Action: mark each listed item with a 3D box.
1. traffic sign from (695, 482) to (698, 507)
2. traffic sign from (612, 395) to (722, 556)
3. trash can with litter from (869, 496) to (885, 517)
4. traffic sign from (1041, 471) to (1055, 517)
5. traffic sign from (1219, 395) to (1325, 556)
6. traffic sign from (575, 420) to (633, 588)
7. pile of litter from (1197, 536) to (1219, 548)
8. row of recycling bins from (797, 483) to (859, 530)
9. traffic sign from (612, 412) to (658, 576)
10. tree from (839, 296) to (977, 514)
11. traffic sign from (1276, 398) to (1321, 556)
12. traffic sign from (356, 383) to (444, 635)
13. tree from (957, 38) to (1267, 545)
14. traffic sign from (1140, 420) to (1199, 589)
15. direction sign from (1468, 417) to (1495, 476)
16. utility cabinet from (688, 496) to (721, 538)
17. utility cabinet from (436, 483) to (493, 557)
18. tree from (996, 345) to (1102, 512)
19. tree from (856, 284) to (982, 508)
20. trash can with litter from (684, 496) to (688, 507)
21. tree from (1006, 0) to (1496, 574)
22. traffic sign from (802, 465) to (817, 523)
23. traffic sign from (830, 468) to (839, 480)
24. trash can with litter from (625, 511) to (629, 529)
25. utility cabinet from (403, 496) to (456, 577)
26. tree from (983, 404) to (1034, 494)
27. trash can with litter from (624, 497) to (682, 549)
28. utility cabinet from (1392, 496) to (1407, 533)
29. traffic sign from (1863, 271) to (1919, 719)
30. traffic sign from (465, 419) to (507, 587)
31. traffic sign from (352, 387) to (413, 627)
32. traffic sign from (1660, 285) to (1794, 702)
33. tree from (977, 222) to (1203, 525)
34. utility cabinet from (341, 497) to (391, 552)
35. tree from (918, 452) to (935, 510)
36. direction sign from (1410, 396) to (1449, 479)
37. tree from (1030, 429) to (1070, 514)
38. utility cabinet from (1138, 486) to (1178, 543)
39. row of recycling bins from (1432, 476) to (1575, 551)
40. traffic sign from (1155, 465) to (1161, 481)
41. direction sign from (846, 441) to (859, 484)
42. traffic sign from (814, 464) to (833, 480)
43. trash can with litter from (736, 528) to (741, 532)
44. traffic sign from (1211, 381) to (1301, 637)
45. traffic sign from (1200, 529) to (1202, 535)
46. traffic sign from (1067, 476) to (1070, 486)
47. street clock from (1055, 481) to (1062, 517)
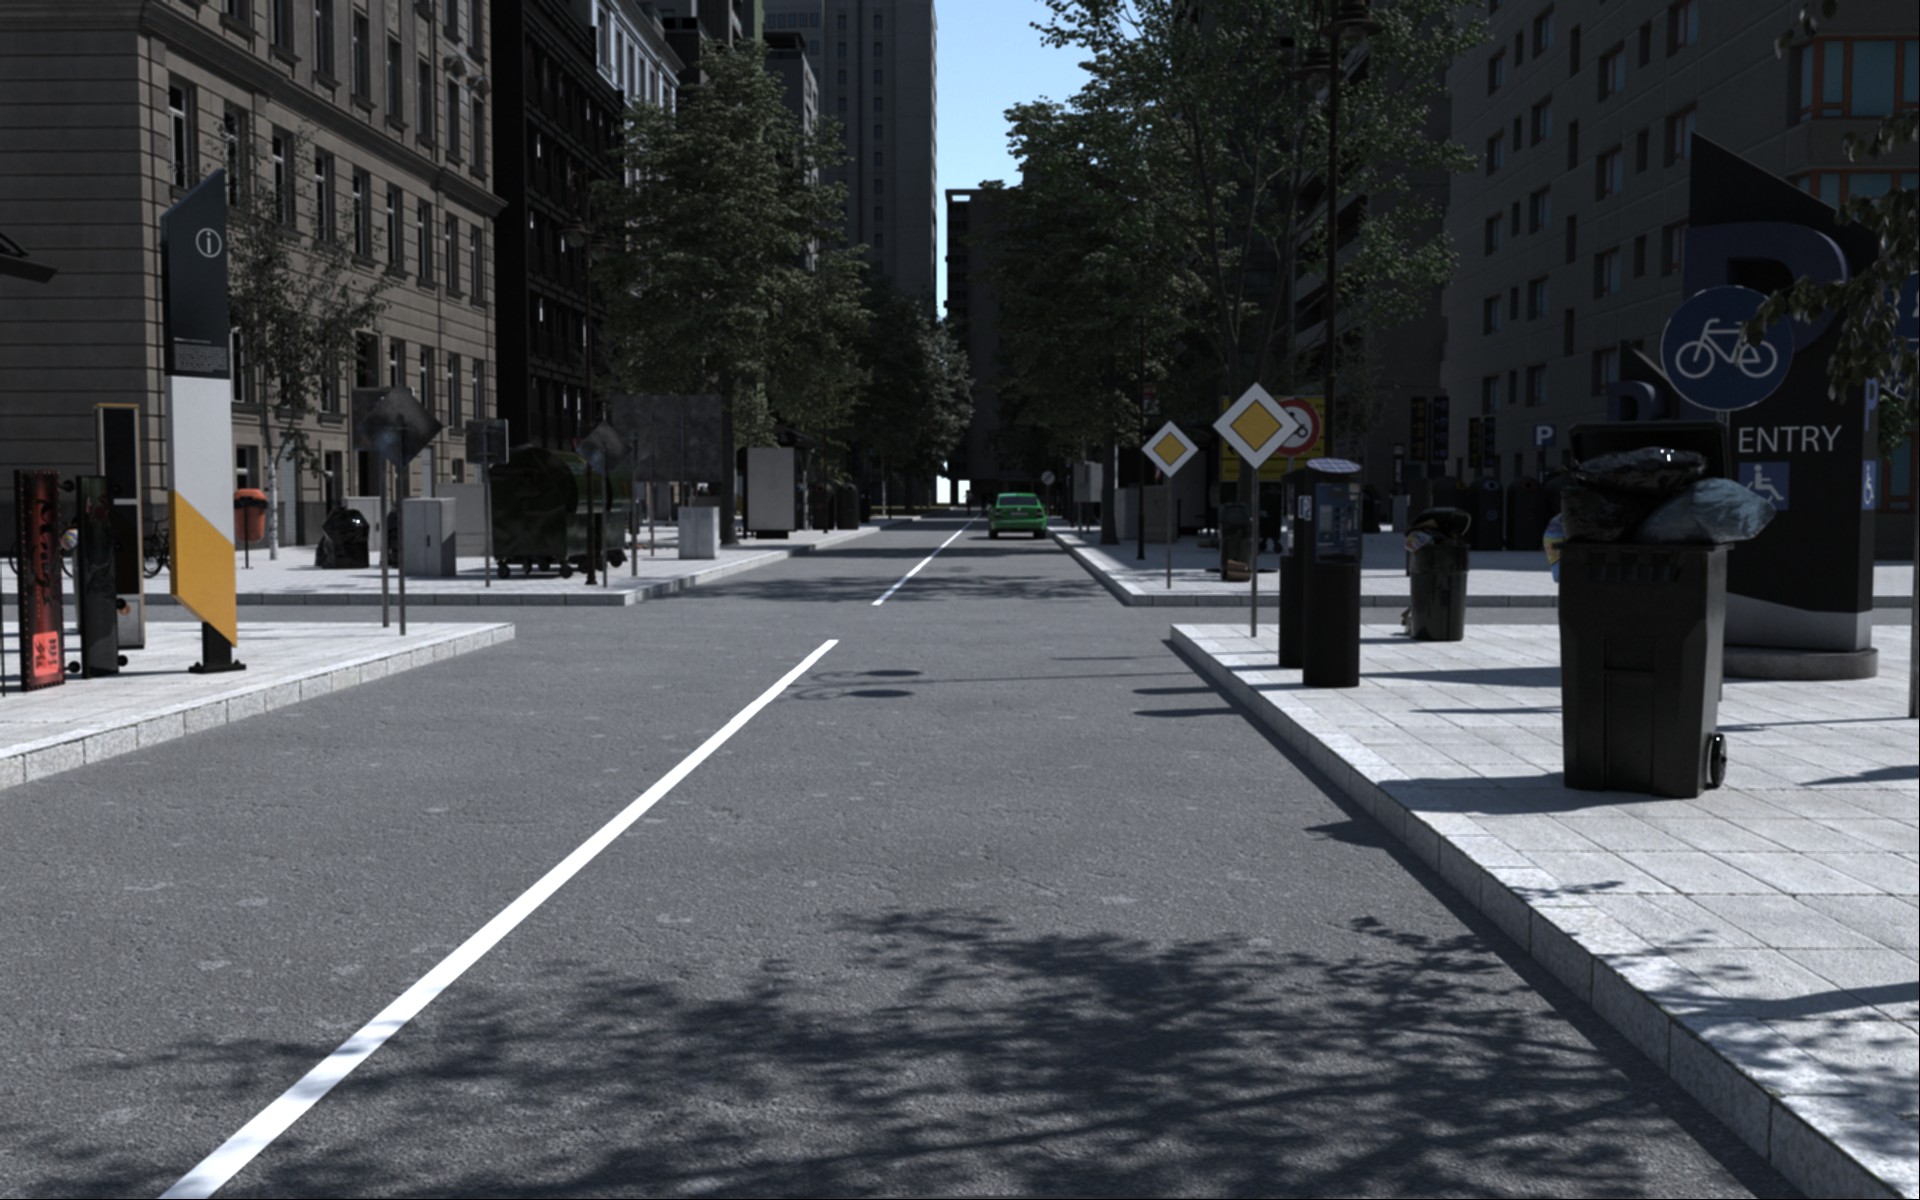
[{"bbox_3d":[-5.498,-2.083,36.179,0.606,2.300,0.079,1,4,11],"label":"traffic sign"},{"bbox_3d":[-6.026,-2.555,35.643,2.265,3.308,0.079,0,4,2],"label":"traffic sign"},{"bbox_3d":[-5.447,-5.229,96.550,2.233,1.210,1.678,2,4,31],"label":"trash can with litter"},{"bbox_3d":[4.857,-5.848,95.721,0.768,2.556,0.104,0,4,8],"label":"traffic sign"},{"bbox_3d":[6.510,-2.568,35.855,2.265,3.308,0.079,0,4,3],"label":"traffic sign"},{"bbox_3d":[-4.859,-1.224,23.660,0.795,2.450,0.064,0,4,1],"label":"traffic sign"},{"bbox_3d":[6.237,-1.669,41.253,1.176,0.858,1.719,0,4,2],"label":"pile of litter"},{"bbox_3d":[-5.412,-3.389,62.517,3.534,1.692,1.069,0,4,2],"label":"row of recycling bins"},{"bbox_3d":[-5.085,-1.643,26.975,0.768,2.556,0.104,0,4,8],"label":"traffic sign"},{"bbox_3d":[-3.204,-12.464,110.448,9.857,13.997,8.962,0,3,0],"label":"tree"},{"bbox_3d":[4.402,-1.405,23.072,0.768,2.556,0.104,0,4,5],"label":"traffic sign"},{"bbox_3d":[-5.061,-0.736,15.677,0.795,2.450,0.064,0,4,1],"label":"traffic sign"},{"bbox_3d":[3.830,-7.655,43.287,7.486,12.596,7.792,0,3,0],"label":"tree"},{"bbox_3d":[2.832,-1.211,23.445,0.795,2.450,0.064,0,4,1],"label":"traffic sign"},{"bbox_3d":[15.409,-3.622,51.222,0.379,3.537,0.876,-3,4,-38],"label":"direction sign"},{"bbox_3d":[-7.412,-2.408,50.525,1.020,1.237,0.306,-3,4,-36],"label":"utility cabinet"},{"bbox_3d":[-10.015,-1.621,35.187,1.173,1.500,0.318,-2,4,-26],"label":"utility cabinet"},{"bbox_3d":[7.185,-13.444,126.462,9.857,13.997,8.962,0,3,0],"label":"tree"},{"bbox_3d":[-3.825,-18.548,159.145,12.611,20.169,13.585,0,3,0],"label":"tree"},{"bbox_3d":[-11.175,-3.499,68.261,1.678,1.210,2.233,2,4,28],"label":"trash can with litter"},{"bbox_3d":[4.610,-6.247,27.893,9.928,11.665,9.643,0,3,0],"label":"tree"},{"bbox_3d":[-6.521,-4.625,75.731,0.768,2.556,0.104,1,4,9],"label":"traffic sign"},{"bbox_3d":[-5.714,-4.679,77.679,0.795,2.450,0.064,0,4,7],"label":"traffic sign"},{"bbox_3d":[-12.310,-3.184,63.454,0.624,1.170,1.055,-2,4,-31],"label":"trash can with litter"},{"bbox_3d":[-8.304,-0.972,27.047,1.020,1.237,0.306,3,4,37],"label":"utility cabinet"},{"bbox_3d":[7.168,-16.003,172.025,12.009,13.543,11.850,0,3,0],"label":"tree"},{"bbox_3d":[-7.628,-1.825,40.889,1.678,1.210,2.233,-1,4,-17],"label":"trash can with litter"},{"bbox_3d":[14.790,-2.811,57.129,1.020,1.237,0.306,3,4,39],"label":"utility cabinet"},{"bbox_3d":[5.485,-0.596,9.852,0.768,2.556,0.104,0,4,7],"label":"traffic sign"},{"bbox_3d":[-6.495,-1.323,23.764,0.606,2.300,0.079,1,4,11],"label":"traffic sign"},{"bbox_3d":[-5.534,-0.887,16.636,0.606,2.300,0.079,0,4,5],"label":"traffic sign"},{"bbox_3d":[4.678,-0.645,10.654,0.768,2.556,0.104,1,4,10],"label":"traffic sign"},{"bbox_3d":[5.514,-9.527,72.777,9.611,12.733,9.660,0,3,0],"label":"tree"},{"bbox_3d":[-13.182,-1.672,38.492,1.020,1.237,0.306,-3,5,-44],"label":"utility cabinet"},{"bbox_3d":[-3.288,-11.712,141.857,4.737,8.622,4.395,0,3,0],"label":"tree"},{"bbox_3d":[10.919,-2.956,40.329,0.876,3.537,0.379,2,4,32],"label":"direction sign"},{"bbox_3d":[6.008,-9.706,109.062,4.360,8.622,3.978,0,3,0],"label":"tree"},{"bbox_3d":[5.165,-2.242,45.336,0.318,1.500,1.173,-3,4,-38],"label":"utility cabinet"},{"bbox_3d":[12.313,-1.963,39.208,3.534,1.692,1.069,0,4,-4],"label":"row of recycling bins"},{"bbox_3d":[7.459,-4.093,67.020,0.768,2.556,0.104,1,4,9],"label":"traffic sign"},{"bbox_3d":[-4.602,-5.040,74.406,0.379,3.537,0.876,2,4,32],"label":"direction sign"},{"bbox_3d":[-5.549,-4.295,70.329,0.768,2.556,0.104,0,4,3],"label":"traffic sign"},{"bbox_3d":[-6.853,-2.899,58.453,2.233,1.210,1.678,-2,4,-28],"label":"trash can with litter"},{"bbox_3d":[2.630,-0.723,15.463,0.795,2.450,0.064,0,4,1],"label":"traffic sign"},{"bbox_3d":[7.582,-3.328,54.415,0.884,2.594,0.081,0,4,2],"label":"traffic sign"},{"bbox_3d":[6.096,-5.697,95.270,0.606,2.300,0.079,0,4,5],"label":"traffic sign"},{"bbox_3d":[5.684,-5.778,99.041,0.471,2.002,0.358,0,4,-4],"label":"street clock"}]
